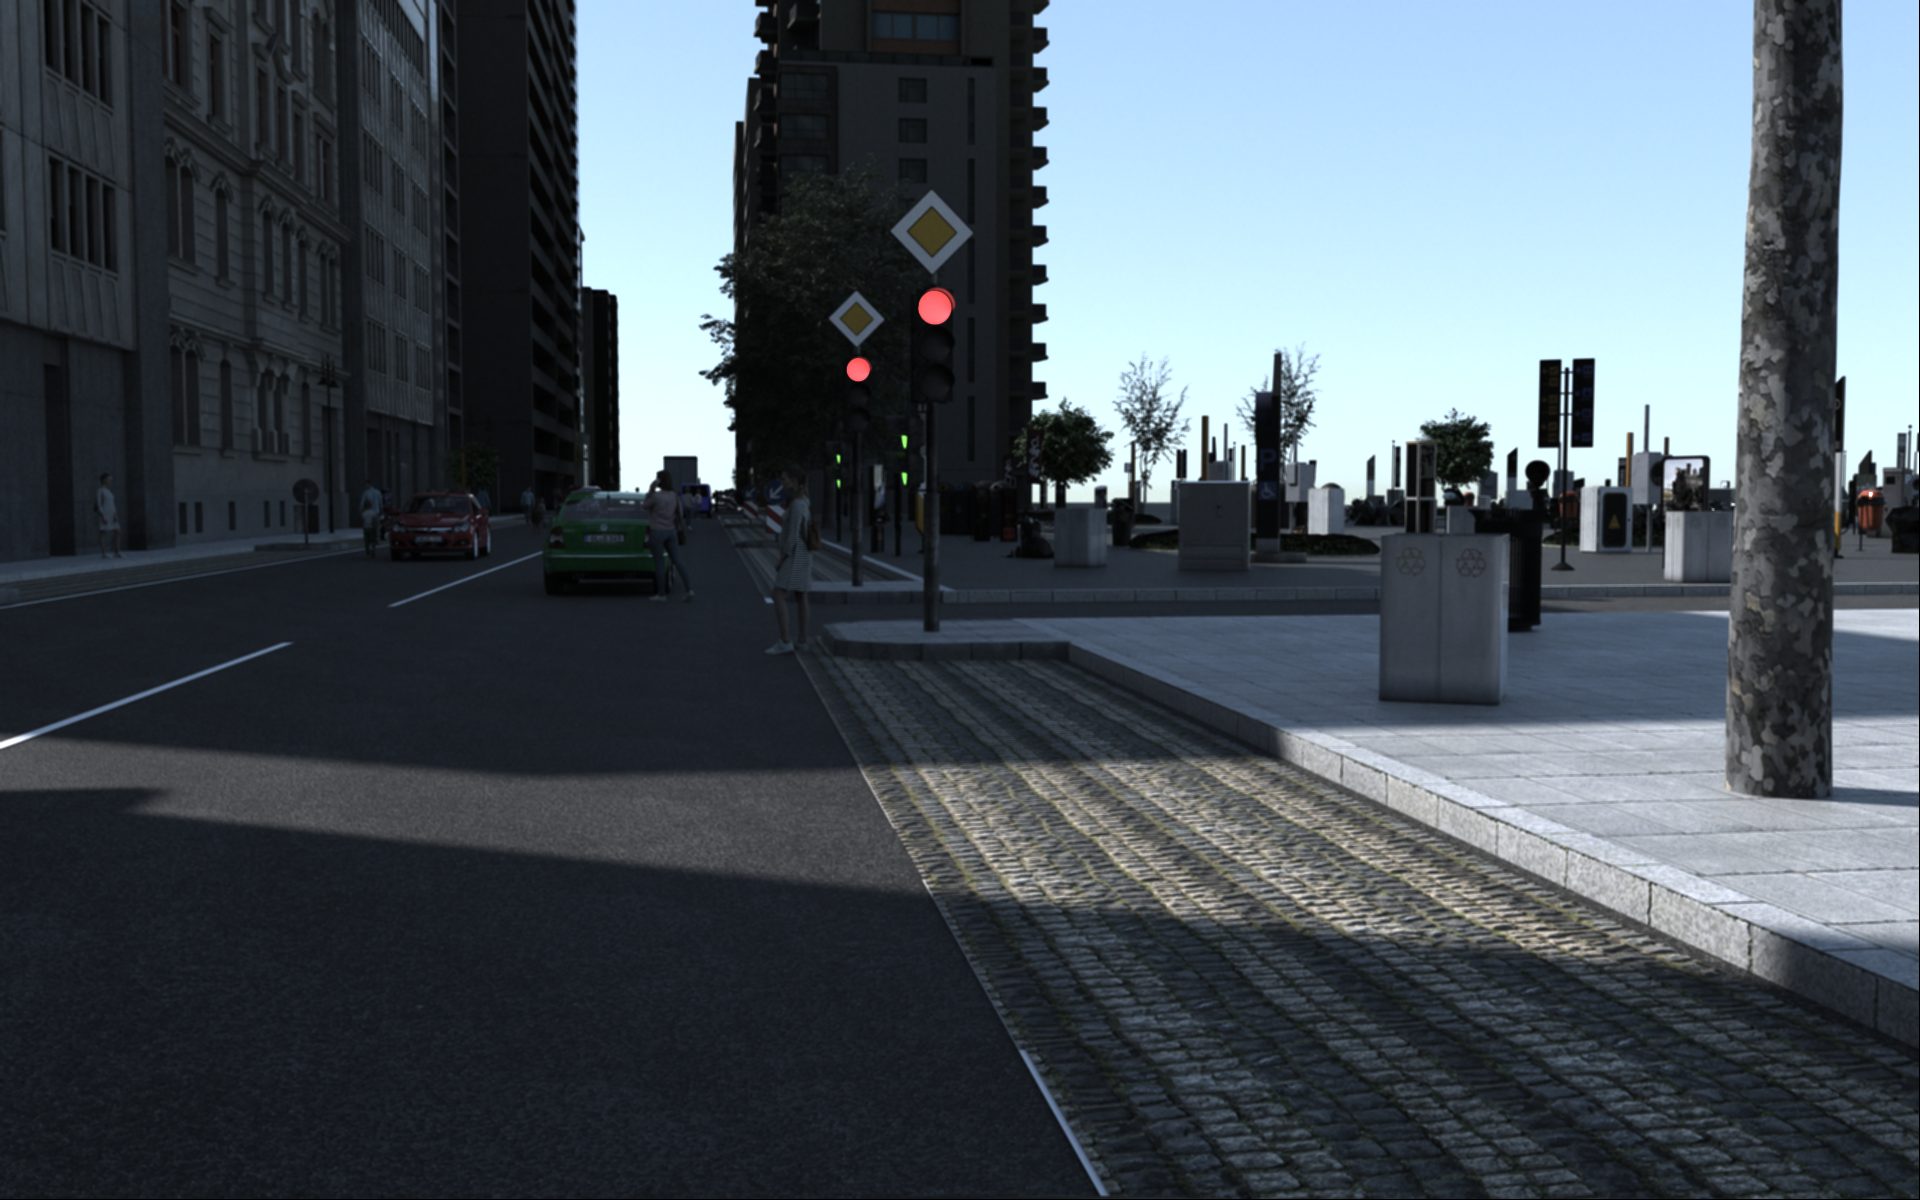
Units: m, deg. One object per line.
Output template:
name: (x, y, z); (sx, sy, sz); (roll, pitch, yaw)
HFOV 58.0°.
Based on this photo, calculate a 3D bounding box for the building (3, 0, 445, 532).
building: (-29.614, -15.599, 73.072); (12.078, 24.808, 19.932); (-1, 4, -8)

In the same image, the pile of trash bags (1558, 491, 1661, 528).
pile of trash bags: (20.442, -2.717, 54.168); (3.447, 1.369, 1.912); (0, 4, -2)

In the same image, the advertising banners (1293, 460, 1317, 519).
advertising banners: (17.715, -5.729, 89.862); (0.090, 3.025, 2.074); (-2, 4, -35)

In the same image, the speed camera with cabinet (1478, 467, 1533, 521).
speed camera with cabinet: (21.741, -4.568, 69.029); (2.038, 3.252, 0.660); (0, 4, 7)

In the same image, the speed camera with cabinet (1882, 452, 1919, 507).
speed camera with cabinet: (43.873, -5.287, 80.783); (2.038, 3.252, 0.660); (0, 4, 7)

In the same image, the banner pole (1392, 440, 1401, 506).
banner pole: (20.168, -5.515, 80.191); (0.401, 3.779, 0.863); (-1, 4, -16)

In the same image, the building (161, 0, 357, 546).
building: (-27.066, -16.133, 51.164); (14.401, 28.519, 23.554); (-1, 4, -8)

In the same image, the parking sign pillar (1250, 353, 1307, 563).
parking sign pillar: (5.827, -2.703, 32.663); (1.447, 3.967, 1.447); (1, 4, 12)

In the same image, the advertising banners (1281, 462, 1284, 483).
advertising banners: (17.801, -5.985, 94.041); (0.090, 3.025, 2.074); (3, 4, 36)

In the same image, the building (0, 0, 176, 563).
building: (-23.214, -12.959, 29.907); (12.078, 24.808, 19.932); (-1, 4, -8)

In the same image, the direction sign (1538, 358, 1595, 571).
direction sign: (10.175, -2.271, 29.128); (0.876, 3.537, 0.379); (2, 4, 26)

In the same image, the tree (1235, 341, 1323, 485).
tree: (15.651, -8.160, 83.775); (4.360, 8.622, 3.978); (0, 3, 0)

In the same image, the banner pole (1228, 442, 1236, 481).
banner pole: (13.047, -5.693, 83.099); (0.401, 3.779, 0.863); (-1, 4, -18)

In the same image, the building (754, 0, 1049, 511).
building: (-5.163, -29.636, 139.179); (22.147, 44.769, 28.867); (-1, 4, -8)

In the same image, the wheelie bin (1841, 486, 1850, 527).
wheelie bin: (33.874, -3.610, 66.928); (0.980, 1.594, 0.693); (-2, 4, -29)

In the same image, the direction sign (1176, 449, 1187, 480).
direction sign: (11.225, -5.858, 87.780); (0.379, 3.537, 0.876); (-2, 4, -26)

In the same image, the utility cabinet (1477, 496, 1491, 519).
utility cabinet: (18.149, -2.985, 59.963); (0.306, 1.237, 1.020); (2, 4, 27)

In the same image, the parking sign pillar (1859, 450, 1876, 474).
parking sign pillar: (56.050, -7.253, 107.057); (1.447, 3.967, 1.447); (0, 4, 1)

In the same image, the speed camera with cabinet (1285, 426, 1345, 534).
speed camera with cabinet: (10.233, -3.399, 49.910); (0.660, 3.252, 2.038); (-2, 4, -27)

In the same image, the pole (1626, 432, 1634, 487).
pole: (22.167, -3.885, 57.370); (0.158, 3.312, 0.155); (0, 3, 0)

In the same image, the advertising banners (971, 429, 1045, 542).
advertising banners: (1.294, -3.096, 46.803); (2.074, 3.025, 0.090); (1, 4, 17)

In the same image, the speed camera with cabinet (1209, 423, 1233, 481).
speed camera with cabinet: (7.593, -3.352, 49.140); (0.660, 3.252, 2.038); (2, 4, 29)

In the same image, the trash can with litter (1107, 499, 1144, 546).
trash can with litter: (4.190, -1.926, 42.883); (1.055, 1.170, 0.624); (-2, 4, -25)

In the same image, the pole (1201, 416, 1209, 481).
pole: (6.379, -3.135, 45.100); (0.158, 3.312, 0.155); (0, 3, 0)

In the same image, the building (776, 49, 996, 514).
building: (-5.405, -21.131, 117.199); (14.160, 30.474, 14.107); (-1, 4, -8)

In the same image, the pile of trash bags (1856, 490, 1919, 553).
pile of trash bags: (21.101, -1.730, 38.039); (1.912, 1.369, 3.447); (-1, 4, -17)

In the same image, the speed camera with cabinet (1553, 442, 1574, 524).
speed camera with cabinet: (23.034, -4.343, 65.339); (0.660, 3.252, 2.038); (0, 4, -1)

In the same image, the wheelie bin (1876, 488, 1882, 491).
wheelie bin: (46.159, -4.862, 87.396); (0.693, 1.594, 0.980); (-3, 4, -39)

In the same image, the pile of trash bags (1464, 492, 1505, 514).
pile of trash bags: (27.736, -4.894, 89.763); (3.447, 1.369, 1.912); (0, 4, -6)

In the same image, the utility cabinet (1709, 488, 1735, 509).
utility cabinet: (28.813, -3.484, 65.637); (0.318, 1.500, 1.173); (-2, 4, -24)

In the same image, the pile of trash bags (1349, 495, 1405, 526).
pile of trash bags: (17.610, -3.721, 70.590); (1.912, 1.369, 3.447); (-1, 4, -20)

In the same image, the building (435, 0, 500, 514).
building: (-39.094, -40.687, 103.480); (20.563, 71.187, 20.611); (-1, 4, -8)

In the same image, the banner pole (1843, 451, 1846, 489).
banner pole: (50.798, -6.717, 99.838); (0.401, 3.779, 0.863); (-1, 4, -15)

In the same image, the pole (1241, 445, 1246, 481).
pole: (11.782, -4.785, 72.075); (0.158, 3.312, 0.155); (0, 3, 0)

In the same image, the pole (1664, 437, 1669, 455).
pole: (25.280, -4.171, 62.039); (0.158, 3.312, 0.155); (0, 3, 0)

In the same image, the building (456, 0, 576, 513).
building: (-44.568, -32.001, 146.925); (21.300, 48.544, 21.600); (-1, 4, -8)

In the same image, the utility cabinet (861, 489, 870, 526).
utility cabinet: (-3.654, -3.709, 69.317); (1.173, 1.500, 0.318); (3, 5, 41)

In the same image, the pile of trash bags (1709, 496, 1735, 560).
pile of trash bags: (15.618, -1.488, 34.085); (1.912, 1.369, 3.447); (3, 5, 44)

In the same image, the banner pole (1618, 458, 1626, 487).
banner pole: (40.123, -7.005, 104.549); (0.863, 3.779, 0.401); (3, 4, 37)

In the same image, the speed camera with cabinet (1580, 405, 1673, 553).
speed camera with cabinet: (14.601, -2.666, 37.918); (2.038, 3.252, 0.660); (-1, 4, -21)

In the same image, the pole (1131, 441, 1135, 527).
pole: (6.666, -4.456, 66.693); (0.158, 3.312, 0.155); (0, 3, 0)

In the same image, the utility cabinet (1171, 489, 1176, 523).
utility cabinet: (9.334, -4.047, 74.848); (0.318, 1.500, 1.173); (1, 4, 16)

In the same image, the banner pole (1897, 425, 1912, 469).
banner pole: (34.102, -4.437, 62.566); (0.863, 3.779, 0.401); (-2, 4, -23)

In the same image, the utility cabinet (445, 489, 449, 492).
utility cabinet: (-23.870, -4.436, 81.204); (0.318, 1.500, 1.173); (0, 4, -7)

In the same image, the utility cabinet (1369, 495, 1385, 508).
utility cabinet: (19.867, -4.368, 82.584); (0.306, 1.237, 1.020); (-1, 4, -17)

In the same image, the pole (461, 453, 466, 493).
pole: (-24.358, -5.573, 84.969); (0.158, 3.312, 0.155); (0, 3, 0)

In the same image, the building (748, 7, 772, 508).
building: (-9.683, -44.367, 163.647); (20.563, 71.187, 20.611); (-1, 4, -8)

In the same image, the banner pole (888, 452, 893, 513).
banner pole: (-3.675, -6.184, 91.130); (0.401, 3.779, 0.863); (-1, 4, -22)

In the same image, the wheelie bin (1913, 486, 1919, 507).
wheelie bin: (36.506, -3.515, 65.385); (0.980, 1.594, 0.693); (1, 4, 22)

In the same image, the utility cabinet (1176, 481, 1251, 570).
utility cabinet: (4.296, -1.257, 29.238); (1.173, 1.500, 0.318); (1, 4, 17)

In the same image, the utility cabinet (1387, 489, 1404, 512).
utility cabinet: (20.492, -4.451, 81.459); (0.318, 1.500, 1.173); (-1, 4, -13)

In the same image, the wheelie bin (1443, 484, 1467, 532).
wheelie bin: (14.842, -2.696, 51.992); (0.693, 1.594, 0.980); (1, 4, 16)

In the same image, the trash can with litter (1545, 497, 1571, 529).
trash can with litter: (22.136, -3.214, 63.940); (1.055, 1.170, 0.624); (-3, 4, -37)

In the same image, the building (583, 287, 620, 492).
building: (-54.797, -28.665, 240.372); (14.160, 30.474, 14.107); (-1, 4, -8)

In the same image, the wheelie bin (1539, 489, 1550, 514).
wheelie bin: (32.950, -5.527, 98.271); (0.980, 1.594, 0.693); (-1, 4, -11)

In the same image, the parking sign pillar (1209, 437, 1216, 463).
parking sign pillar: (11.695, -5.638, 80.652); (1.447, 3.967, 1.447); (0, 4, 6)
